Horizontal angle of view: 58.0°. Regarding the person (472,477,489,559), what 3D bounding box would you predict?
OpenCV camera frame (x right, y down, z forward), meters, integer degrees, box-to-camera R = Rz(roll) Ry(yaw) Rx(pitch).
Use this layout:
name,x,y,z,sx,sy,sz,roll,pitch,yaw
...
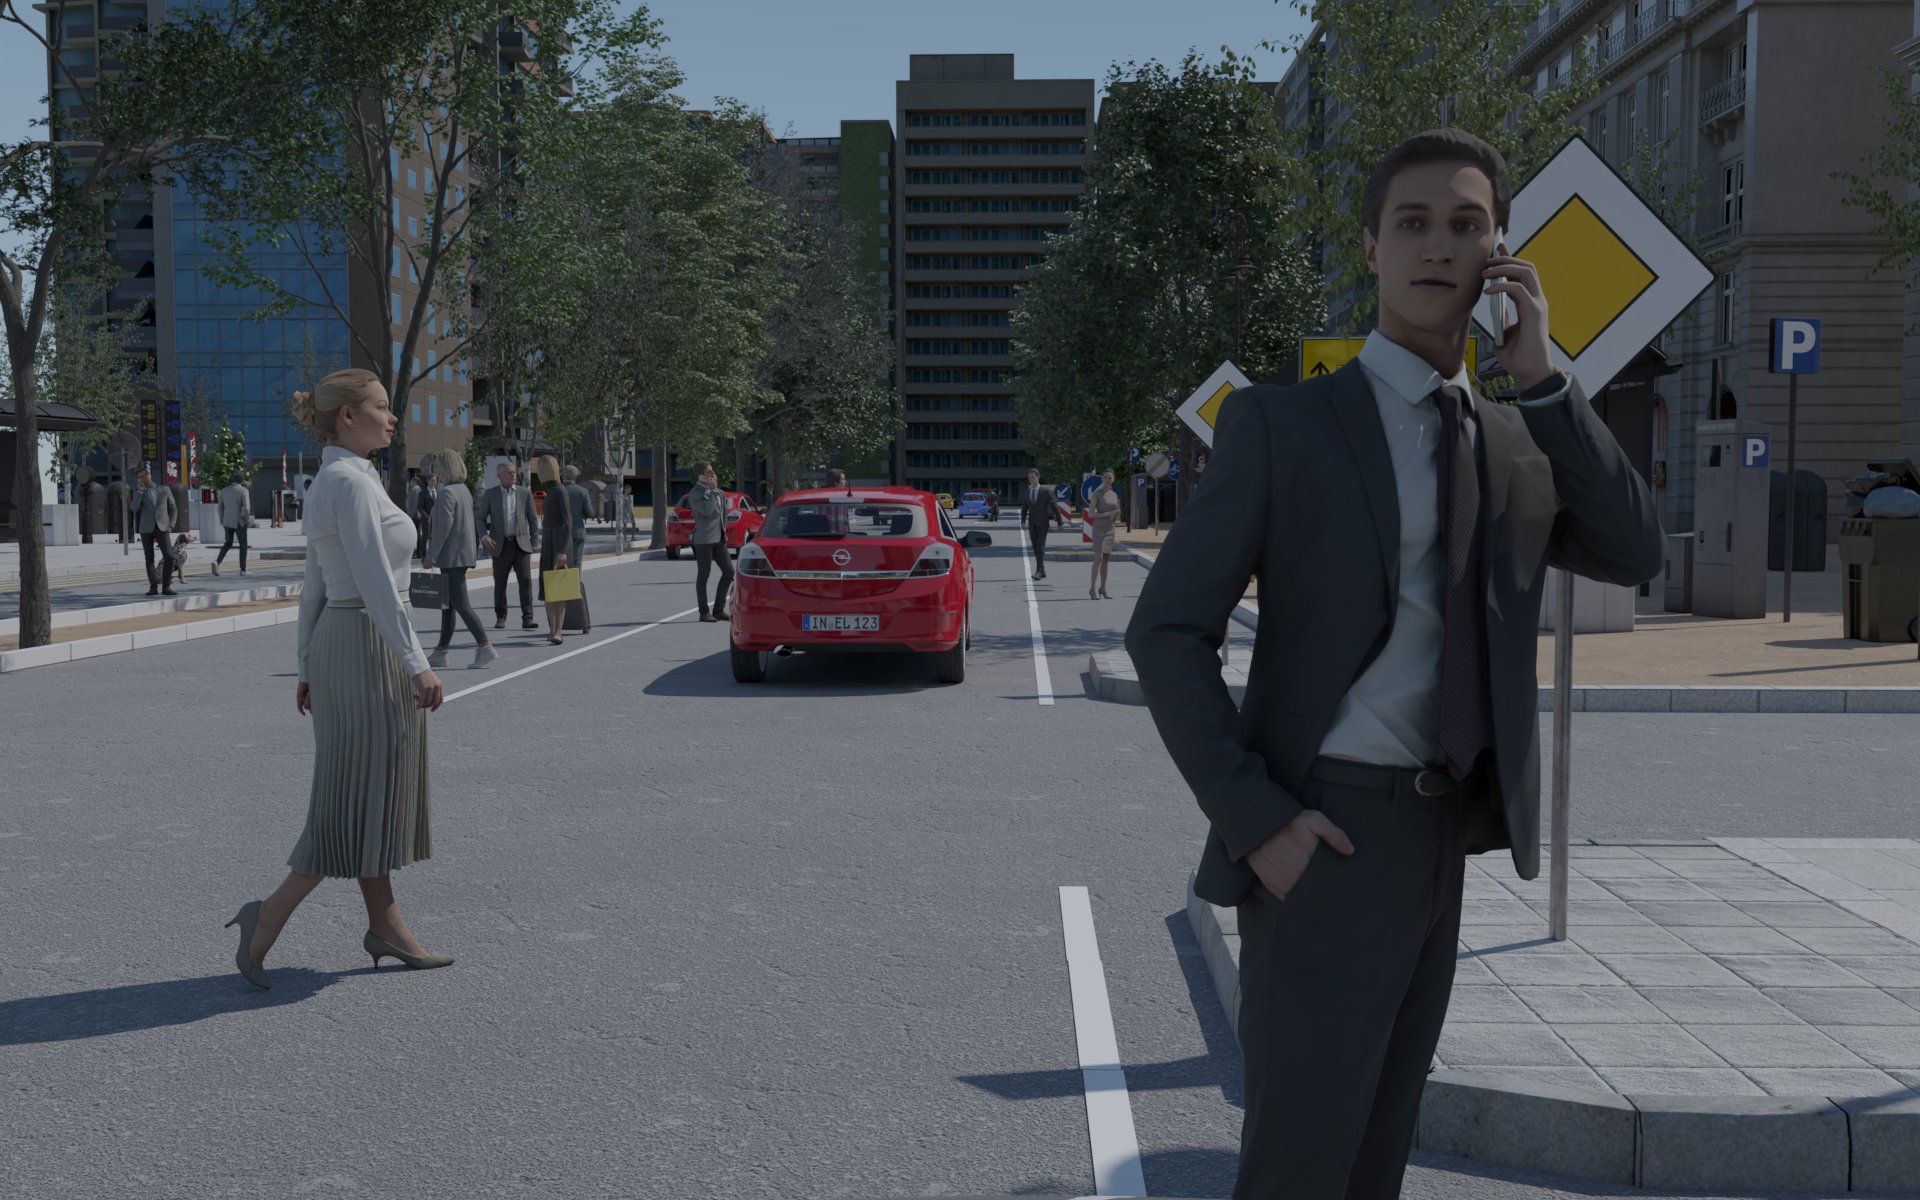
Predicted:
name,x,y,z,sx,sy,sz,roll,pitch,yaw
person,-10.679,-1.805,38.200,0.526,1.800,0.537,-1,4,-8

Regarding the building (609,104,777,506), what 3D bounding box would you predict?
name,x,y,z,sx,sy,sz,roll,pitch,yaw
building,-35.678,-33.216,197.700,28.867,44.769,22.147,0,4,2

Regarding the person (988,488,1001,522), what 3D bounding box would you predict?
name,x,y,z,sx,sy,sz,roll,pitch,yaw
person,1.784,-4.903,89.460,0.445,1.727,0.742,2,4,30

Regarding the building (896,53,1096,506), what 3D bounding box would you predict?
name,x,y,z,sx,sy,sz,roll,pitch,yaw
building,4.064,-34.932,194.846,21.600,48.544,21.300,0,4,2

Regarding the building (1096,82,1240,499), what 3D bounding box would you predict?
name,x,y,z,sx,sy,sz,roll,pitch,yaw
building,22.388,-33.114,191.527,14.200,45.320,14.600,0,4,2

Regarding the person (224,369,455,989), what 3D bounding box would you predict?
name,x,y,z,sx,sy,sz,roll,pitch,yaw
person,-1.825,0.224,5.071,0.641,1.798,0.478,-1,4,-18

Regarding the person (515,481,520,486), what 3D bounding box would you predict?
name,x,y,z,sx,sy,sz,roll,pitch,yaw
person,-13.730,-2.762,53.429,0.659,1.850,0.755,0,4,3

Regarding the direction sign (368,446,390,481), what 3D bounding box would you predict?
name,x,y,z,sx,sy,sz,roll,pitch,yaw
direction sign,-19.344,-4.027,57.833,0.876,3.537,0.379,1,4,15

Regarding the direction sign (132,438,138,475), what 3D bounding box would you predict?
name,x,y,z,sx,sy,sz,roll,pitch,yaw
direction sign,-33.249,-4.785,70.238,0.876,3.537,0.379,2,4,26

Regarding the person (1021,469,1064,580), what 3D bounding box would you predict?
name,x,y,z,sx,sy,sz,roll,pitch,yaw
person,1.282,-1.256,28.810,0.659,1.850,0.755,2,4,30

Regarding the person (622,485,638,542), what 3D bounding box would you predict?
name,x,y,z,sx,sy,sz,roll,pitch,yaw
person,-9.930,-2.582,51.715,0.522,1.701,0.512,1,4,17

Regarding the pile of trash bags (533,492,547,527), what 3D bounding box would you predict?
name,x,y,z,sx,sy,sz,roll,pitch,yaw
pile of trash bags,-17.818,-3.543,67.684,3.447,1.369,1.912,0,4,-3

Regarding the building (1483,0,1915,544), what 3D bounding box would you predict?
name,x,y,z,sx,sy,sz,roll,pitch,yaw
building,26.247,-13.033,54.894,13.314,21.916,24.055,0,4,2

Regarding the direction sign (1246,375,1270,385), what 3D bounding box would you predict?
name,x,y,z,sx,sy,sz,roll,pitch,yaw
direction sign,5.757,-2.517,33.150,0.876,3.537,0.379,-2,4,-30

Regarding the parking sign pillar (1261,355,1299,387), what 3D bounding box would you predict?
name,x,y,z,sx,sy,sz,roll,pitch,yaw
parking sign pillar,5.783,-2.568,30.456,1.447,3.967,1.447,2,4,34

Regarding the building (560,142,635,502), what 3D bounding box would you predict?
name,x,y,z,sx,sy,sz,roll,pitch,yaw
building,-35.014,-22.815,144.718,14.107,30.474,14.160,0,4,2

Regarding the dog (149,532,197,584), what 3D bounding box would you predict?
name,x,y,z,sx,sy,sz,roll,pitch,yaw
dog,-12.692,-0.664,27.687,0.800,0.831,0.513,1,4,14

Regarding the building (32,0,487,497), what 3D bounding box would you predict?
name,x,y,z,sx,sy,sz,roll,pitch,yaw
building,-56.897,-29.766,141.304,28.867,44.769,22.147,0,4,2

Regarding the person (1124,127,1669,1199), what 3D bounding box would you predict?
name,x,y,z,sx,sy,sz,roll,pitch,yaw
person,0.579,0.342,2.264,0.648,1.900,0.474,-3,4,-36

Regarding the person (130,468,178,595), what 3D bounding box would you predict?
name,x,y,z,sx,sy,sz,roll,pitch,yaw
person,-11.409,-0.971,24.555,0.592,1.802,0.473,-1,4,-11

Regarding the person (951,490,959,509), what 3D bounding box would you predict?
name,x,y,z,sx,sy,sz,roll,pitch,yaw
person,-0.484,-9.459,163.295,0.705,1.807,1.348,-3,4,-37

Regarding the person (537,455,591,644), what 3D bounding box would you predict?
name,x,y,z,sx,sy,sz,roll,pitch,yaw
person,-3.891,-0.506,16.995,0.699,1.804,1.509,0,4,4

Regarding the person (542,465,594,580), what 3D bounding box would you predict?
name,x,y,z,sx,sy,sz,roll,pitch,yaw
person,-5.048,-0.836,22.345,0.661,1.801,0.590,-1,4,-10

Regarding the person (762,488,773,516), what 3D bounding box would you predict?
name,x,y,z,sx,sy,sz,roll,pitch,yaw
person,-9.072,-4.570,82.992,0.755,1.850,0.659,-1,4,-20

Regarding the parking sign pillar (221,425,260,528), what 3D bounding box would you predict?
name,x,y,z,sx,sy,sz,roll,pitch,yaw
parking sign pillar,-27.266,-4.706,65.410,1.447,3.967,1.447,1,4,13

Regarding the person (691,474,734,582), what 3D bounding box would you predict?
name,x,y,z,sx,sy,sz,roll,pitch,yaw
person,-3.978,-1.169,28.014,0.661,1.777,0.834,-3,5,-44

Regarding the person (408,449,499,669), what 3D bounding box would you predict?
name,x,y,z,sx,sy,sz,roll,pitch,yaw
person,-4.167,-0.337,14.197,0.728,1.800,0.709,0,4,6

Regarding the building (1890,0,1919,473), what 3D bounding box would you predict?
name,x,y,z,sx,sy,sz,roll,pitch,yaw
building,32.858,-14.349,31.872,25.104,27.353,12.463,0,4,2

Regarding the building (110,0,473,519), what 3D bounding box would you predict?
name,x,y,z,sx,sy,sz,roll,pitch,yaw
building,-36.302,-27.262,95.840,14.600,45.320,14.200,0,4,2

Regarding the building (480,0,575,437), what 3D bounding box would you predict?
name,x,y,z,sx,sy,sz,roll,pitch,yaw
building,-38.896,-28.330,117.815,22.147,44.769,28.867,0,4,2

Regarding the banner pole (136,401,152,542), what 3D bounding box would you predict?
name,x,y,z,sx,sy,sz,roll,pitch,yaw
banner pole,-22.072,-3.483,46.968,0.401,3.779,0.863,0,4,-3

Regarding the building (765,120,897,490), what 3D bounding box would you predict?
name,x,y,z,sx,sy,sz,roll,pitch,yaw
building,-14.189,-31.137,192.689,14.086,41.232,14.154,0,4,2

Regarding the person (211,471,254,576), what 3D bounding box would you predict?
name,x,y,z,sx,sy,sz,roll,pitch,yaw
person,-12.712,-1.342,30.285,0.661,1.843,0.795,1,4,18

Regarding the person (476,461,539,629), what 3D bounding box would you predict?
name,x,y,z,sx,sy,sz,roll,pitch,yaw
person,-4.743,-0.576,18.315,0.661,1.777,0.834,-2,4,-32

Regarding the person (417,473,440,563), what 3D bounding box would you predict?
name,x,y,z,sx,sy,sz,roll,pitch,yaw
person,-10.719,-1.652,35.288,0.755,1.850,0.659,3,4,37

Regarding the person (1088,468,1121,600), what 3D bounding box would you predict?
name,x,y,z,sx,sy,sz,roll,pitch,yaw
person,1.978,-0.903,23.612,0.599,1.781,0.374,-3,5,-40

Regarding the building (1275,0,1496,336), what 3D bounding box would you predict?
name,x,y,z,sx,sy,sz,roll,pitch,yaw
building,38.717,-27.181,136.295,32.217,40.220,23.993,0,4,2

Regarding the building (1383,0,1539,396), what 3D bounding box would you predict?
name,x,y,z,sx,sy,sz,roll,pitch,yaw
building,26.063,-15.178,77.038,11.050,23.489,19.941,0,4,2

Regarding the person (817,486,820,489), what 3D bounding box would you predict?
name,x,y,z,sx,sy,sz,roll,pitch,yaw
person,-6.775,-4.527,82.505,0.713,1.824,0.794,2,4,31

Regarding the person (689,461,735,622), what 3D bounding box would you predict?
name,x,y,z,sx,sy,sz,roll,pitch,yaw
person,-2.773,-0.657,19.426,0.473,1.802,0.592,3,4,37

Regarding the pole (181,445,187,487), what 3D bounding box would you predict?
name,x,y,z,sx,sy,sz,roll,pitch,yaw
pole,-32.237,-4.781,72.009,0.158,3.312,0.155,0,3,0

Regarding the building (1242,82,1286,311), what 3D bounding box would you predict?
name,x,y,z,sx,sy,sz,roll,pitch,yaw
building,36.598,-33.119,191.605,14.200,45.320,14.600,0,4,2

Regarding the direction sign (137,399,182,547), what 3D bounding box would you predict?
name,x,y,z,sx,sy,sz,roll,pitch,yaw
direction sign,-19.203,-3.039,41.681,0.876,3.537,0.379,-2,4,-34

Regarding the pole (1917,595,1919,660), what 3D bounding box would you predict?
name,x,y,z,sx,sy,sz,roll,pitch,yaw
pole,7.532,-1.191,13.324,0.158,3.312,0.155,0,3,0

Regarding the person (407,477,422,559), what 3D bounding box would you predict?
name,x,y,z,sx,sy,sz,roll,pitch,yaw
person,-12.067,-1.807,38.231,0.473,1.802,0.592,1,4,9

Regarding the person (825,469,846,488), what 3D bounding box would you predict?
name,x,y,z,sx,sy,sz,roll,pitch,yaw
person,-1.503,-0.650,19.962,0.643,1.720,0.563,-3,5,-42
